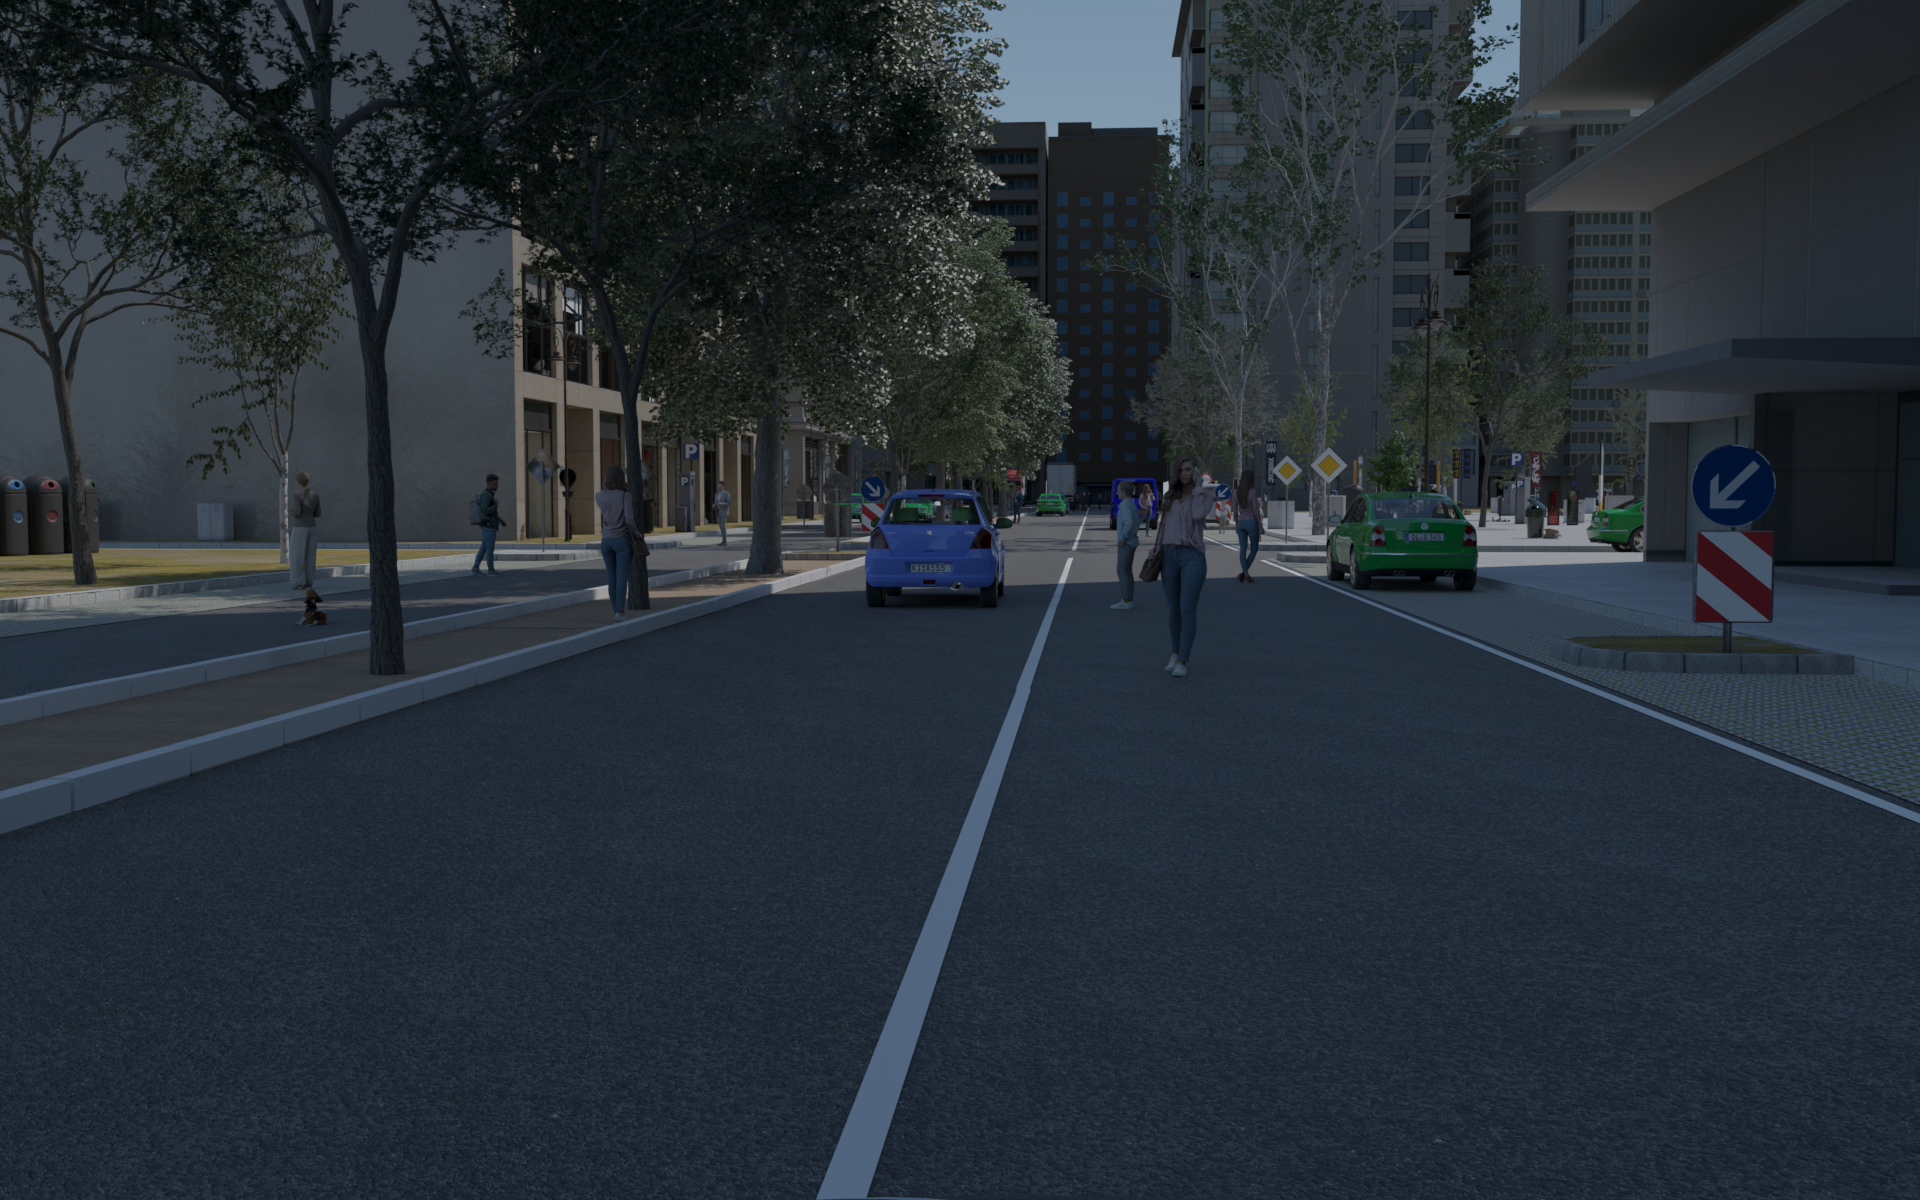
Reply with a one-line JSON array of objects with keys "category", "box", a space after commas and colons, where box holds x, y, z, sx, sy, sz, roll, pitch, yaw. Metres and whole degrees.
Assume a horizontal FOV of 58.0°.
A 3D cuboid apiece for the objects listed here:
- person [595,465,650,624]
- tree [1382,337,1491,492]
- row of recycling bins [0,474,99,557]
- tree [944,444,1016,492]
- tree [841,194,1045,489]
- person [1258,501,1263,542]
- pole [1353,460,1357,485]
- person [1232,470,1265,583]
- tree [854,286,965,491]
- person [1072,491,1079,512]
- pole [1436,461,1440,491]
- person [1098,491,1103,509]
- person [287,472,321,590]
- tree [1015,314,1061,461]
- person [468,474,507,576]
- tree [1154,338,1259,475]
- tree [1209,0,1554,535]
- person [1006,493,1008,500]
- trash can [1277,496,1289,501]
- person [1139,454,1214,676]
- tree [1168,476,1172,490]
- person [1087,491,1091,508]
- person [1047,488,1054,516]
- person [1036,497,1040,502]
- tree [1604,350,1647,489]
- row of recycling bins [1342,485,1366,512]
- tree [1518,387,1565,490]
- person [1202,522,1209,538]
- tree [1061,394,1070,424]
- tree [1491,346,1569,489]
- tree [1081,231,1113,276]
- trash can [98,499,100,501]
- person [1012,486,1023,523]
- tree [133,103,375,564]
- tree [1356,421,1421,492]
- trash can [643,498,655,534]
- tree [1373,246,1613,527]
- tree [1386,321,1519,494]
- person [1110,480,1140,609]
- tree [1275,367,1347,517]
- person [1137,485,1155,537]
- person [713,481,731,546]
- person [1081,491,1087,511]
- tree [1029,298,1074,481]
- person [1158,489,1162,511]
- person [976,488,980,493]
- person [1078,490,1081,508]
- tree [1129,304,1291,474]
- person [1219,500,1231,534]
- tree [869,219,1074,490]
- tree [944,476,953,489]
[{"category": "person", "box": [-3.727, -0.599, 18.882, 0.593, 1.750, 0.643, 1, 4, 17]}, {"category": "tree", "box": [21.110, -7.847, 78.654, 4.360, 8.622, 3.978, 0, 3, 0]}, {"category": "row of recycling bins", "box": [-19.623, -1.782, 36.241, 1.069, 1.692, 3.534, 1, 4, 18]}, {"category": "tree", "box": [1.412, -8.586, 93.195, 4.737, 8.622, 4.395, 0, 3, 0]}, {"category": "tree", "box": [-0.796, -8.729, 63.298, 7.486, 12.596, 7.792, 0, 3, 0]}, {"category": "person", "box": [8.212, -2.121, 47.860, 0.332, 1.250, 0.352, 2, 4, 24]}, {"category": "pole", "box": [23.577, -6.703, 103.437, 0.158, 3.312, 0.155, 0, 3, 0]}, {"category": "person", "box": [4.673, -1.192, 28.007, 0.555, 1.821, 0.388, 2, 4, 31]}, {"category": "tree", "box": [-1.827, -6.273, 55.391, 4.360, 8.622, 3.978, 0, 3, 0]}, {"category": "person", "box": [9.081, -7.730, 136.359, 0.593, 1.643, 0.415, 0, 4, -3]}, {"category": "pole", "box": [29.712, -6.960, 107.635, 0.158, 3.312, 0.155, 0, 3, 0]}, {"category": "person", "box": [13.174, -9.356, 162.176, 0.721, 1.736, 1.217, 1, 4, 18]}, {"category": "person", "box": [-9.823, -1.030, 25.889, 0.362, 1.759, 0.519, 2, 4, 29]}, {"category": "tree", "box": [-1.709, -6.846, 48.802, 8.767, 10.594, 7.601, 0, 4, 4]}, {"category": "person", "box": [-8.189, -1.300, 30.109, 0.721, 1.781, 0.623, -2, 4, -27]}, {"category": "tree", "box": [17.550, -12.610, 124.297, 7.486, 12.596, 7.792, 0, 3, 0]}, {"category": "tree", "box": [12.012, -12.160, 54.703, 12.611, 20.169, 13.585, 0, 3, 0]}, {"category": "person", "box": [3.473, -7.757, 136.043, 0.721, 1.735, 1.217, 3, 4, 36]}, {"category": "trash can", "box": [20.512, -6.017, 110.039, 0.748, 1.137, 0.748, 0, 3, 0]}, {"category": "person", "box": [1.769, -0.289, 13.821, 0.593, 1.750, 0.643, 2, 4, 32]}, {"category": "tree", "box": [19.637, -10.126, 160.165, 1.663, 3.219, 1.824, 0, 3, 0]}, {"category": "person", "box": [13.780, -10.712, 184.435, 0.445, 1.727, 0.742, 0, 4, 1]}, {"category": "person", "box": [6.025, -6.527, 114.987, 0.659, 1.850, 0.755, 1, 4, 20]}, {"category": "person", "box": [6.809, -8.266, 146.882, 0.697, 1.427, 0.421, 1, 4, 10]}, {"category": "tree", "box": [33.627, -8.208, 84.569, 4.360, 8.622, 3.978, 0, 3, 0]}, {"category": "row of recycling bins", "box": [17.610, -4.319, 77.727, 1.069, 1.692, 3.534, 1, 4, 9]}, {"category": "tree", "box": [36.286, -9.780, 110.257, 4.737, 8.622, 4.395, 0, 3, 0]}, {"category": "person", "box": [6.564, -2.134, 48.890, 1.012, 1.151, 0.738, 0, 4, 0]}, {"category": "tree", "box": [1.368, -9.174, 86.863, 8.767, 10.594, 7.601, 0, 4, 4]}, {"category": "tree", "box": [28.059, -8.283, 85.796, 4.360, 8.622, 3.978, 0, 3, 0]}, {"category": "tree", "box": [12.947, -14.218, 88.356, 12.611, 20.169, 13.585, 0, 3, 0]}, {"category": "trash can", "box": [-24.106, -2.208, 47.748, 0.748, 1.137, 0.748, 0, 3, 0]}, {"category": "person", "box": [2.804, -4.650, 84.711, 0.419, 1.800, 0.721, -3, 4, -37]}, {"category": "tree", "box": [-12.647, -4.984, 31.853, 4.360, 8.622, 3.978, 0, 3, 0]}, {"category": "tree", "box": [11.366, -3.143, 45.988, 1.663, 3.219, 1.824, 0, 3, 0]}, {"category": "trash can", "box": [-10.248, -2.724, 56.186, 0.748, 1.137, 0.748, 0, 3, 0]}, {"category": "tree", "box": [20.076, -8.054, 66.093, 8.767, 10.594, 7.601, 0, 4, 4]}, {"category": "tree", "box": [20.248, -7.496, 72.922, 4.737, 8.622, 4.395, 0, 3, 0]}, {"category": "person", "box": [2.089, -0.701, 21.767, 0.330, 1.601, 0.589, 2, 4, 26]}, {"category": "tree", "box": [19.701, -8.982, 97.216, 4.737, 8.622, 4.395, 0, 3, 0]}, {"category": "person", "box": [6.196, -3.018, 58.441, 0.593, 1.750, 0.643, -3, 5, -40]}, {"category": "person", "box": [-6.666, -2.408, 48.065, 0.606, 1.804, 0.583, 2, 4, 34]}, {"category": "person", "box": [10.331, -8.271, 144.538, 0.445, 1.727, 0.742, 1, 4, 20]}, {"category": "tree", "box": [2.632, -12.168, 108.053, 9.857, 13.997, 8.962, 0, 3, 0]}, {"category": "person", "box": [16.316, -8.171, 142.108, 0.705, 1.823, 1.348, -1, 4, -11]}, {"category": "person", "box": [1.385, -7.529, 131.230, 0.705, 1.869, 1.348, -1, 4, -15]}, {"category": "person", "box": [12.388, -10.535, 180.768, 0.705, 1.821, 1.348, 1, 4, 13]}, {"category": "tree", "box": [16.103, -12.366, 112.558, 12.009, 13.543, 11.850, 0, 3, 0]}, {"category": "person", "box": [9.490, -2.964, 61.979, 0.505, 1.210, 0.382, 2, 4, 26]}, {"category": "tree", "box": [-0.094, -9.323, 71.897, 9.611, 12.733, 9.660, 0, 3, 0]}, {"category": "tree", "box": [-1.322, -11.447, 181.764, 1.663, 3.219, 1.824, 0, 3, 0]}]
